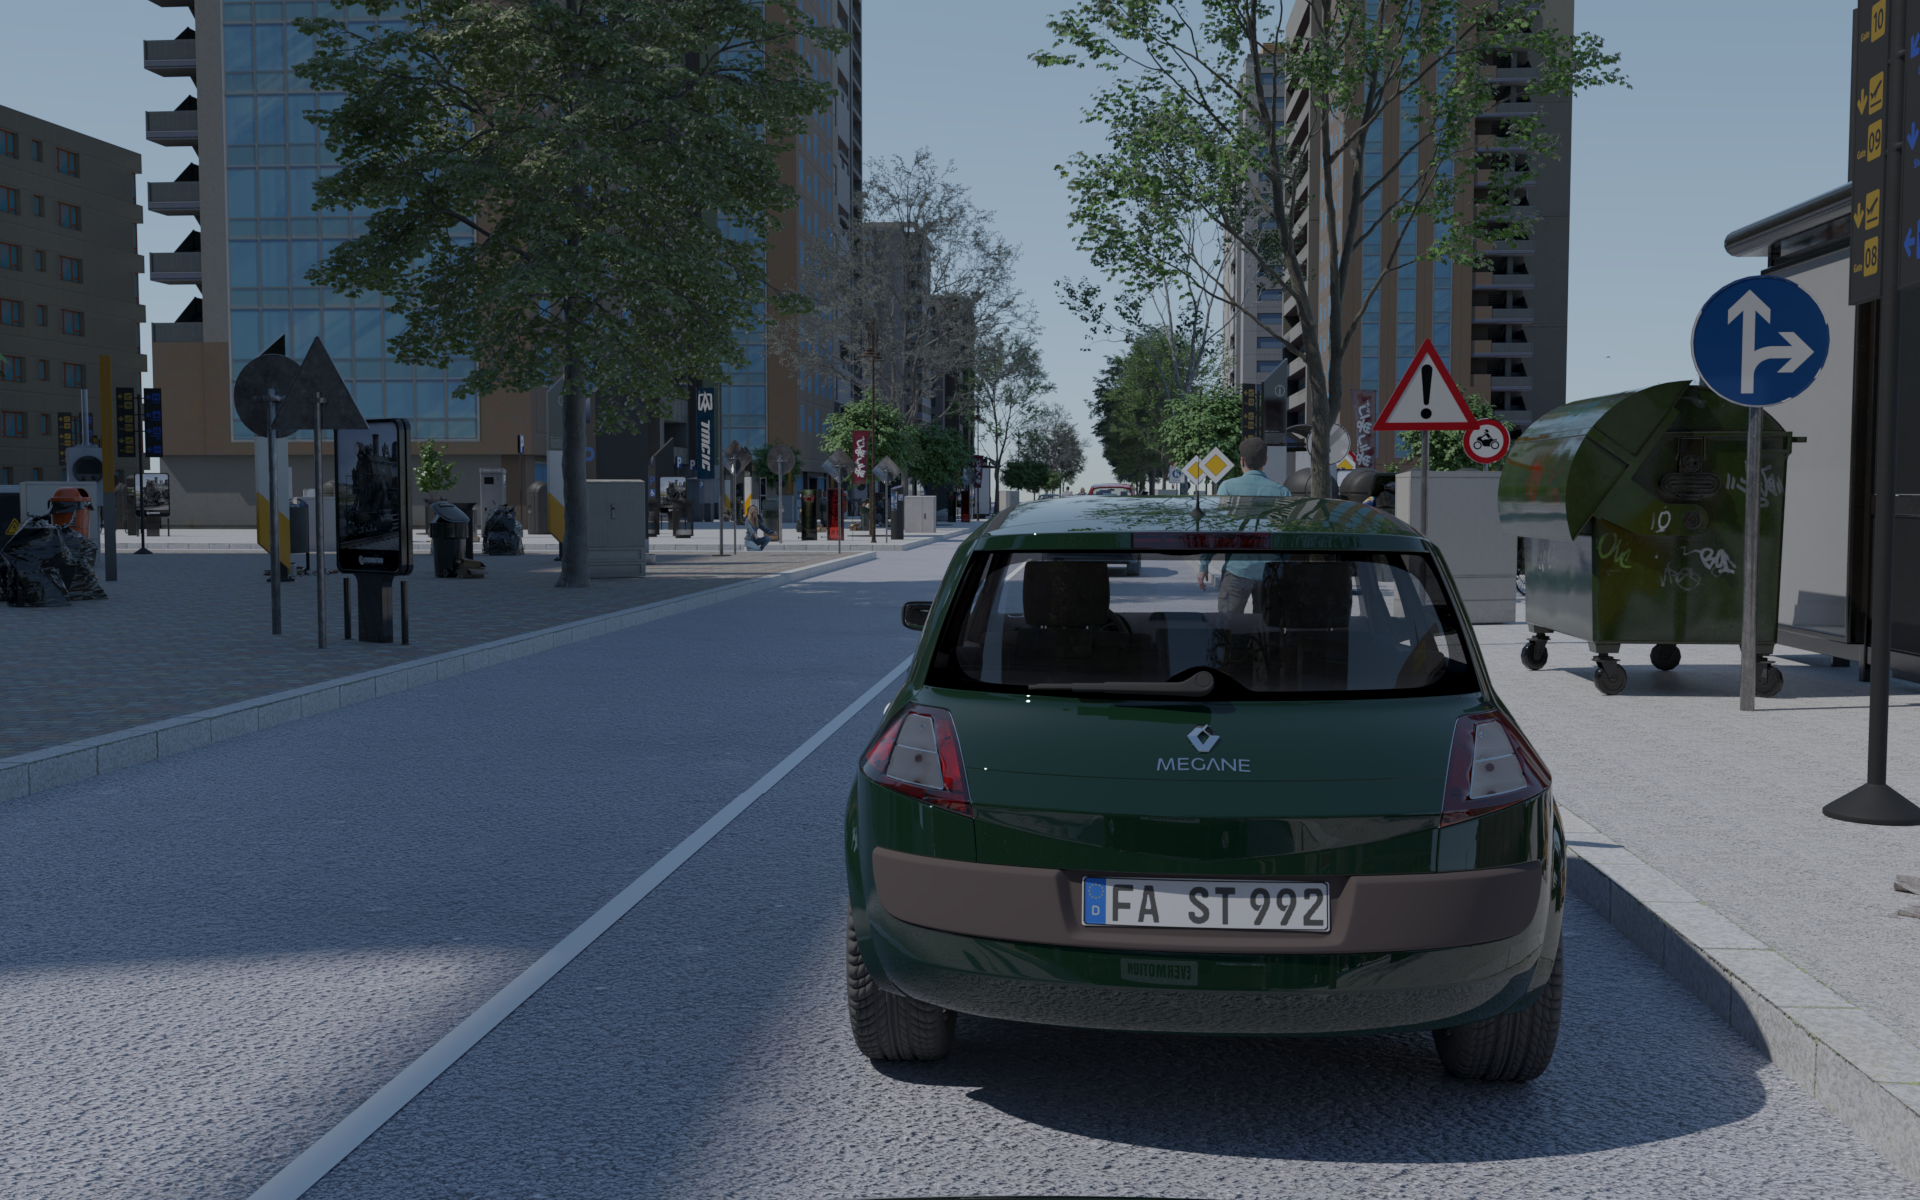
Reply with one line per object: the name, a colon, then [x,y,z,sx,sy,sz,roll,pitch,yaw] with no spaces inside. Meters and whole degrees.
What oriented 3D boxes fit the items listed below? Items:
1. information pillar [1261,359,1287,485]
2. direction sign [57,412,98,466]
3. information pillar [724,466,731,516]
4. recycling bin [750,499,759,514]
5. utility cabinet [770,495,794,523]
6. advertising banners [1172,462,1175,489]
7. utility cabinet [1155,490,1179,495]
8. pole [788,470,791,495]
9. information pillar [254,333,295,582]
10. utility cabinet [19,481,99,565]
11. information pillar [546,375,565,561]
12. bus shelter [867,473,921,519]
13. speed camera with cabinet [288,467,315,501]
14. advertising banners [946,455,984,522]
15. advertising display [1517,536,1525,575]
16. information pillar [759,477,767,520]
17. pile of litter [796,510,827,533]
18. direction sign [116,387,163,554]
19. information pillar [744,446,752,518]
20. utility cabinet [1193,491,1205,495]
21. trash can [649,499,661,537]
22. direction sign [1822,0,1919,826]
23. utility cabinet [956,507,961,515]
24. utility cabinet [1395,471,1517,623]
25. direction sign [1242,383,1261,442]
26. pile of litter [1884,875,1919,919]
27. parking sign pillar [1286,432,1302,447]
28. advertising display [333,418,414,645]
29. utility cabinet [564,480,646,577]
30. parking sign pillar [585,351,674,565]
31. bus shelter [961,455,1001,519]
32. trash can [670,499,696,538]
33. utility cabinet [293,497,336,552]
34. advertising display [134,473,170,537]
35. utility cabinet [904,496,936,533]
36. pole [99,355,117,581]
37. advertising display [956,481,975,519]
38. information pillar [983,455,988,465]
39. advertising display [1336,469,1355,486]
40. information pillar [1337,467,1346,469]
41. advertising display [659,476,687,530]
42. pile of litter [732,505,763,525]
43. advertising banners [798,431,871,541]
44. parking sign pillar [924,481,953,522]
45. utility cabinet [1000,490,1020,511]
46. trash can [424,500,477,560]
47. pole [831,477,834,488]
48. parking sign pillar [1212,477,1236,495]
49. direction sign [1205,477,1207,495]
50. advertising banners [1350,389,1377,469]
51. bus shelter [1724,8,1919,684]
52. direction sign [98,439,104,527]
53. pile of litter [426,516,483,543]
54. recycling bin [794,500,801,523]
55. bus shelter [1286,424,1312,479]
information pillar: [5.442,-2.364,30.005,0.504,3.616,0.183,-1,4,-23]
direction sign: [-24.493,-3.428,48.045,0.876,3.537,0.379,-1,4,-21]
information pillar: [-13.642,-6.742,101.593,0.183,3.616,0.504,2,4,28]
recycling bin: [-9.354,-4.185,80.981,0.722,1.027,0.722,1,4,10]
utility cabinet: [-7.955,-4.056,77.478,1.020,1.237,0.306,1,4,13]
advertising banners: [11.458,-6.064,95.336,0.090,3.025,2.074,-1,4,-15]
utility cabinet: [10.071,-4.635,84.454,1.173,1.500,0.318,-2,4,-25]
pole: [-9.201,-6.095,93.499,0.158,3.312,0.155,0,3,0]
information pillar: [-9.990,-2.068,25.168,0.183,3.616,0.504,3,4,39]
utility cabinet: [-15.803,-1.328,30.393,0.318,1.500,1.173,3,5,42]
information pillar: [-7.662,-2.554,33.115,0.183,3.616,0.504,3,5,42]
bus shelter: [-3.136,-6.317,80.907,2.179,5.291,8.768,0,4,5]
speed camera with cabinet: [-21.309,-3.781,56.156,2.038,3.252,0.660,-2,4,-27]
advertising banners: [0.225,-5.024,78.331,2.074,3.025,0.090,3,4,36]
advertising display: [8.971,-1.370,27.612,0.123,1.923,0.974,0,4,-1]
information pillar: [-8.635,-4.362,75.805,0.304,2.012,0.304,-1,4,-16]
pile of litter: [-4.942,-2.706,58.201,1.176,0.858,1.719,1,4,21]
direction sign: [-17.466,-2.748,36.934,0.876,3.537,0.379,-1,4,-22]
information pillar: [-10.253,-5.654,83.793,0.183,3.616,0.504,-3,5,-44]
utility cabinet: [16.150,-6.615,116.827,0.318,1.500,1.173,3,4,38]
trash can: [-9.297,-2.457,51.833,0.748,1.137,0.748,0,3,0]
direction sign: [3.631,-0.903,6.761,0.379,3.537,0.876,1,4,9]
utility cabinet: [0.339,-5.991,109.115,1.020,1.237,0.306,2,4,33]
utility cabinet: [4.864,-0.509,17.009,1.173,1.500,0.318,-1,4,-15]
direction sign: [6.127,-2.671,35.674,0.876,3.537,0.379,-2,4,-34]
pile of litter: [3.744,0.533,5.248,1.719,0.858,1.176,2,4,23]
parking sign pillar: [10.717,-4.234,57.693,1.447,3.967,1.447,1,4,10]
advertising display: [-5.068,-0.597,14.969,0.974,1.923,0.123,3,4,38]
utility cabinet: [-5.418,-1.087,26.452,1.173,1.500,0.318,-1,4,-23]
parking sign pillar: [-6.271,-2.628,31.441,1.447,3.967,1.447,2,4,35]
bus shelter: [1.011,-5.987,91.812,2.014,3.302,5.546,0,4,5]
trash can: [-8.053,-2.367,50.350,0.748,1.137,0.748,0,3,0]
utility cabinet: [-14.339,-1.685,38.708,1.020,1.237,0.306,-3,5,-40]
advertising display: [-24.378,-2.878,52.274,0.974,1.923,0.123,-2,4,-28]
utility cabinet: [-1.317,-2.829,57.408,1.020,1.237,0.306,1,4,13]
pole: [-12.556,-1.938,25.526,0.158,3.312,0.155,0,3,0]
advertising display: [0.296,-5.062,87.984,0.974,1.923,0.123,1,4,16]
information pillar: [1.446,-6.936,104.762,0.504,3.616,0.183,0,4,8]
advertising display: [10.108,-2.397,44.411,0.974,1.923,0.123,2,4,28]
information pillar: [10.263,-2.603,47.055,0.304,2.012,0.304,2,4,33]
advertising display: [-10.249,-3.467,61.891,0.974,1.923,0.123,0,4,-6]
pile of litter: [-8.858,-3.543,71.890,1.176,0.858,1.719,3,4,37]
advertising banners: [-3.447,-3.139,47.512,2.074,3.025,0.090,1,4,12]
parking sign pillar: [-1.010,-5.688,81.473,1.447,3.967,1.447,-1,4,-20]
utility cabinet: [3.297,-6.314,111.912,1.173,1.500,0.318,-2,4,-35]
trash can: [-8.307,-1.027,28.437,0.748,1.137,0.748,0,3,0]
pole: [-6.650,-5.897,90.255,0.158,3.312,0.155,0,3,0]
parking sign pillar: [9.398,-4.369,59.907,1.447,3.967,1.447,-1,4,-10]
direction sign: [14.116,-6.395,96.560,0.379,3.537,0.876,-3,5,-40]
advertising banners: [7.456,-2.029,29.359,2.074,3.025,0.090,-1,4,-23]
bus shelter: [6.995,-2.107,12.087,2.179,5.291,8.768,0,4,5]
direction sign: [-33.147,-4.574,66.790,0.379,3.537,0.876,1,4,18]
pile of litter: [-13.276,-1.958,45.978,1.719,0.858,1.176,1,4,17]
recycling bin: [-7.377,-4.016,78.216,0.722,1.027,0.722,3,4,36]
bus shelter: [10.155,-3.592,52.656,2.014,3.302,5.546,0,4,5]
